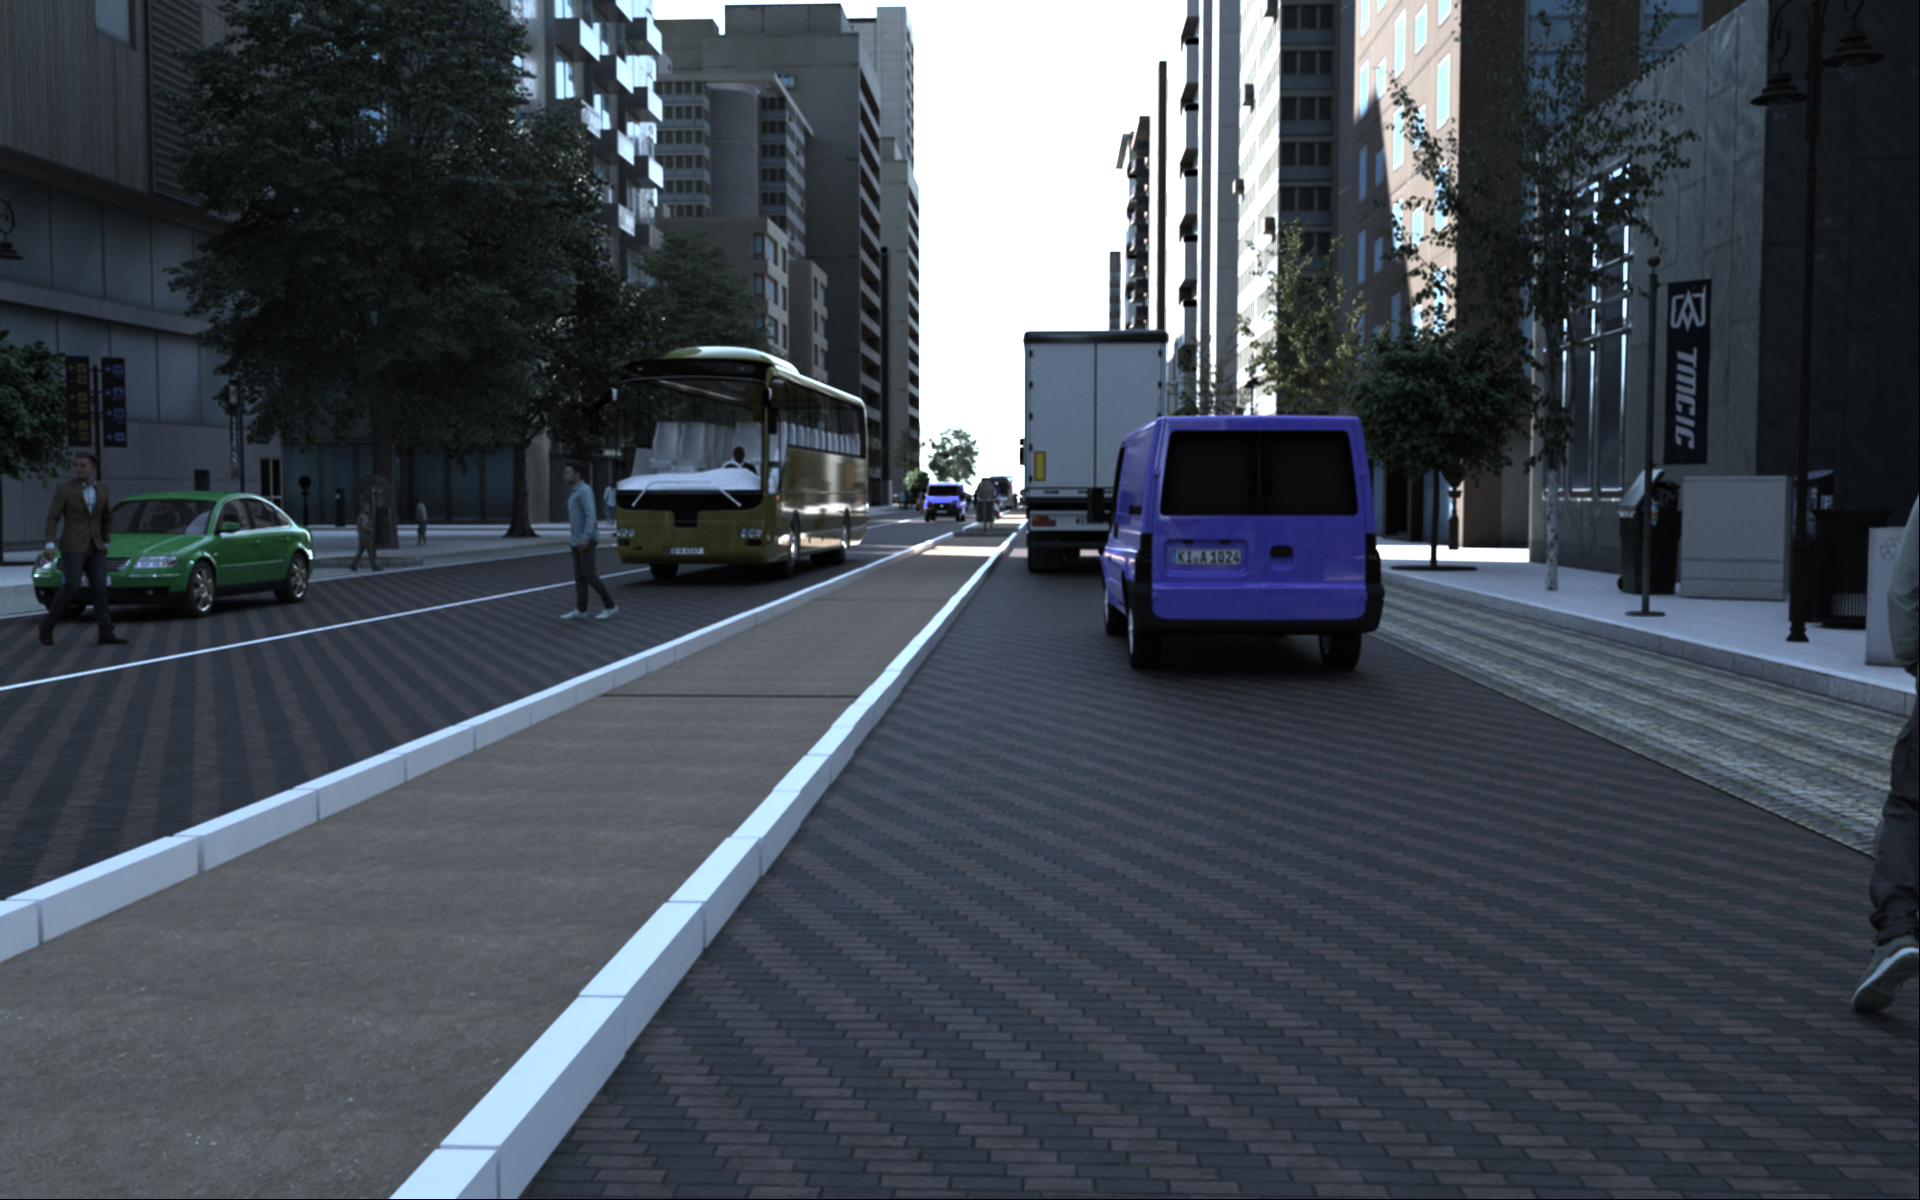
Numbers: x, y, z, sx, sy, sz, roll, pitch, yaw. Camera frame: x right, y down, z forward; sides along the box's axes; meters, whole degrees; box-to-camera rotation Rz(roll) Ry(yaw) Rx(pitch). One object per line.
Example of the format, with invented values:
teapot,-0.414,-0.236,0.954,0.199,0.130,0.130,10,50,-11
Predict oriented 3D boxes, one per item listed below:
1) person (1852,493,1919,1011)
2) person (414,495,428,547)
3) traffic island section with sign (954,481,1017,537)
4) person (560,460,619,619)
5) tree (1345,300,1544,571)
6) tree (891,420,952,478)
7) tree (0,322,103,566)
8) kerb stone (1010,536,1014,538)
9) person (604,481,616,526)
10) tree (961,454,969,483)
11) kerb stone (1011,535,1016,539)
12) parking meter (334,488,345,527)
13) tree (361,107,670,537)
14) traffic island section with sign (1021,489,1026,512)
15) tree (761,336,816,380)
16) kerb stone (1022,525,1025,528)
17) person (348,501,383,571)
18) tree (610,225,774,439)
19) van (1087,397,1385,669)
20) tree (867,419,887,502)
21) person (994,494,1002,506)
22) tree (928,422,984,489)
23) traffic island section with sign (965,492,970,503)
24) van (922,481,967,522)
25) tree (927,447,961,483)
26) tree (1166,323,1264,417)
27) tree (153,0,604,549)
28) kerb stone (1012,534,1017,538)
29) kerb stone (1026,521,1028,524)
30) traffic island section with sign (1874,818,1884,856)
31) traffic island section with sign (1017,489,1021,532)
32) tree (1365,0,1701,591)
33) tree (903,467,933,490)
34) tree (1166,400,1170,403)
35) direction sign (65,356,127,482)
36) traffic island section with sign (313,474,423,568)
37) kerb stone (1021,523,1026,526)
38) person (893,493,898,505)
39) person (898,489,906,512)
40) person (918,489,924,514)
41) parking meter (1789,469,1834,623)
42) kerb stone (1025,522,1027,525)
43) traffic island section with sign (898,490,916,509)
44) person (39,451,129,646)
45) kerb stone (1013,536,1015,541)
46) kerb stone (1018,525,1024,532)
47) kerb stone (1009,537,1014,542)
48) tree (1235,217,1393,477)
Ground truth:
person,2.873,0.267,4.623,0.782,1.767,0.515,3,5,40
person,-13.201,-1.937,42.392,0.352,1.250,0.332,2,4,35
traffic island section with sign,0.825,-3.077,58.451,2.006,1.907,1.989,0,4,3
person,-4.265,-0.696,19.906,0.620,1.820,0.660,-2,4,-30
tree,8.088,-2.793,29.384,4.285,4.588,4.351,0,3,0
tree,-4.853,-17.213,215.852,8.767,10.594,7.601,1,4,16
tree,-17.350,-2.906,31.234,4.285,4.588,4.351,0,3,0
kerb stone,1.391,-1.636,48.944,0.120,0.150,1.000,0,4,3
person,-13.879,-3.821,68.788,0.793,1.790,0.793,1,4,11
tree,-0.505,-20.976,293.316,4.360,8.622,3.978,0,3,0
kerb stone,1.508,-1.760,50.986,0.120,0.150,1.000,0,4,3
parking meter,-24.213,-3.621,67.620,0.372,1.533,0.369,0,3,0
tree,-12.983,-8.212,51.278,9.611,12.733,9.660,0,3,0
traffic island section with sign,5.101,-8.119,140.886,2.006,1.907,1.989,0,4,3
tree,-10.668,-10.246,101.942,7.601,10.594,8.767,1,4,12
kerb stone,2.328,-2.732,66.932,0.120,0.150,1.000,0,4,3
person,-11.010,-1.176,32.004,0.640,1.303,0.475,-3,5,-45
tree,-11.324,-9.505,73.529,7.486,12.596,7.792,0,3,0
van,2.364,-0.701,15.841,2.240,2.365,5.245,0,4,1
tree,-8.482,-12.701,158.022,4.360,8.622,3.978,0,3,0
person,2.843,-7.399,129.833,0.694,1.780,0.624,3,5,40
tree,-0.688,-24.127,301.132,9.857,13.997,8.962,0,3,0
traffic island section with sign,0.774,-16.323,275.515,1.989,1.847,2.006,0,4,3
van,-0.759,-5.312,91.230,2.240,2.365,5.245,0,4,4
tree,-3.071,-17.787,241.175,4.360,8.622,3.978,0,3,0
tree,11.030,-7.644,75.349,4.360,8.622,3.978,0,3,0
tree,-13.385,-8.167,40.194,9.857,13.997,8.962,0,3,0
kerb stone,1.555,-1.823,52.010,0.120,0.150,1.000,0,4,3
kerb stone,2.755,-3.236,75.107,0.120,0.150,1.000,0,4,3
traffic island section with sign,4.570,0.143,6.289,1.989,1.847,2.006,0,4,3
traffic island section with sign,1.218,-3.530,65.848,2.006,1.907,1.989,0,4,3
tree,7.645,-4.432,22.825,4.360,8.622,3.978,0,3,0
tree,-5.233,-13.812,209.547,4.285,4.588,4.351,0,3,0
tree,14.288,-10.882,128.289,4.737,8.622,4.395,0,3,0
direction sign,-14.270,-2.244,28.681,0.876,3.537,0.379,-2,4,-34
traffic island section with sign,-11.733,-1.560,34.132,1.989,1.847,2.006,0,4,3
kerb stone,2.540,-2.986,71.024,0.120,0.150,1.000,0,4,3
person,-7.741,-12.144,207.781,0.628,1.438,0.799,0,4,-8
person,-4.691,-8.077,140.583,0.660,1.820,0.620,1,4,13
person,-2.740,-6.944,122.375,0.599,1.781,0.374,-3,4,-38
parking meter,8.564,-0.551,17.423,0.372,1.533,0.369,0,3,0
kerb stone,2.651,-3.111,73.066,0.120,0.150,1.000,0,4,3
traffic island section with sign,-4.889,-9.632,166.111,1.989,1.847,2.006,0,4,3
person,-8.364,-0.490,16.423,0.836,1.842,0.656,0,4,0
kerb stone,1.446,-1.692,49.966,0.120,0.150,1.000,0,4,3
kerb stone,2.264,-2.673,65.912,0.120,0.150,1.000,0,4,3
kerb stone,1.341,-1.574,47.923,0.120,0.150,1.000,0,4,3
tree,9.273,-5.843,45.894,4.737,8.622,4.395,0,3,0
